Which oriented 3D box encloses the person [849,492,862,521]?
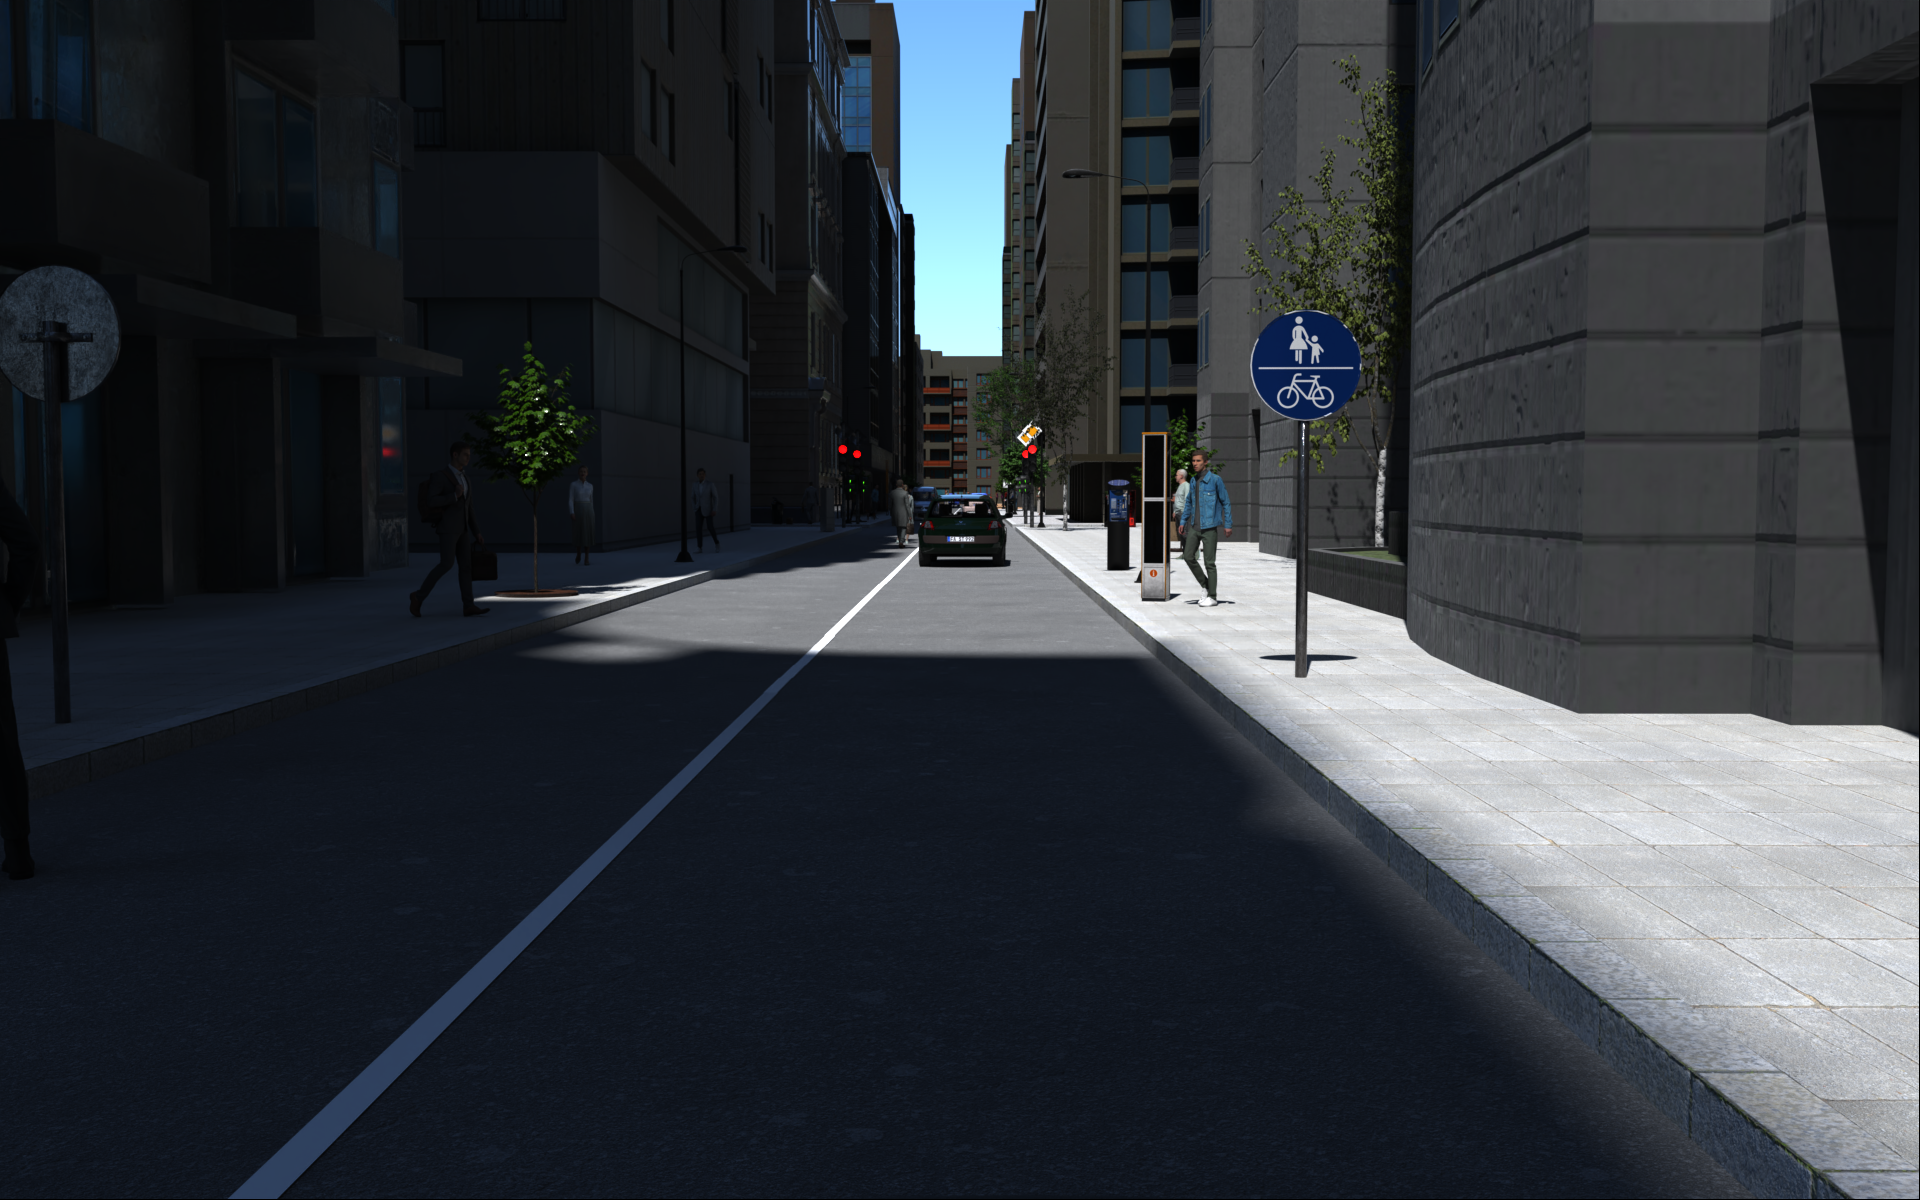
[{"bbox_3d":[-5.078,-4.750,83.623,0.656,1.842,0.836,-3,4,-38],"label":"person"}]

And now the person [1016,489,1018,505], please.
[{"bbox_3d":[4.022,-7.395,127.298,0.623,1.781,0.721,1,4,23],"label":"person"}]

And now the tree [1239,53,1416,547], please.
[{"bbox_3d":[6.906,-4.790,28.674,4.737,8.622,4.395,0,3,0],"label":"tree"}]

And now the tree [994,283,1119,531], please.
[{"bbox_3d":[3.419,-6.696,59.835,4.360,8.622,3.978,0,3,0],"label":"tree"}]

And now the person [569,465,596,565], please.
[{"bbox_3d":[-6.847,-1.532,31.324,0.478,1.798,0.641,-1,4,-17],"label":"person"}]

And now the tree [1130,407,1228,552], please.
[{"bbox_3d":[4.918,-2.685,38.506,1.663,3.219,1.824,0,3,0],"label":"tree"}]

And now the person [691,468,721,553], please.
[{"bbox_3d":[-5.541,-1.945,37.689,0.661,1.843,0.795,1,4,19],"label":"person"}]

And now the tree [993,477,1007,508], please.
[{"bbox_3d":[3.965,-10.447,165.411,1.663,3.219,1.824,0,3,0],"label":"tree"}]

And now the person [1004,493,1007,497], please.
[{"bbox_3d":[4.946,-10.942,184.875,0.705,1.831,1.348,-2,4,-26],"label":"person"}]

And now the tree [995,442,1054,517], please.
[{"bbox_3d":[3.698,-7.033,98.702,4.285,4.588,4.351,0,3,0],"label":"tree"}]

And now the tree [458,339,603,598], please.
[{"bbox_3d":[-5.495,-1.664,21.807,1.663,3.219,1.824,0,3,0],"label":"tree"}]

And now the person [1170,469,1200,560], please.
[{"bbox_3d":[4.377,-1.673,33.884,0.515,1.767,0.782,-1,4,-12],"label":"person"}]

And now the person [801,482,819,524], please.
[{"bbox_3d":[-6.393,-4.141,73.874,0.709,1.813,0.853,-2,4,-26],"label":"person"}]

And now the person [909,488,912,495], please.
[{"bbox_3d":[-2.899,-5.987,106.401,0.620,1.820,0.660,-3,5,-44],"label":"person"}]

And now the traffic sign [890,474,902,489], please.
[{"bbox_3d":[-4.153,-6.849,112.079,0.768,2.556,0.104,1,4,9],"label":"traffic sign"}]

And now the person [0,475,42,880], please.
[{"bbox_3d":[-3.704,0.097,6.271,0.648,1.900,0.474,-3,5,-42],"label":"person"}]

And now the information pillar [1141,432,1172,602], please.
[{"bbox_3d":[2.351,-0.994,20.745,0.304,2.012,0.304,1,4,17],"label":"information pillar"}]

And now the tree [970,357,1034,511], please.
[{"bbox_3d":[4.327,-12.516,130.386,9.928,11.665,9.643,0,3,0],"label":"tree"}]

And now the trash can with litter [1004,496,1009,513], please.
[{"bbox_3d":[3.307,-6.610,119.458,0.624,1.170,1.055,0,4,-3],"label":"trash can with litter"}]

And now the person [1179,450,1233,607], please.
[{"bbox_3d":[2.815,-0.821,19.809,0.444,1.785,0.601,-3,4,-37],"label":"person"}]

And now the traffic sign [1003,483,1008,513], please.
[{"bbox_3d":[3.245,-7.113,118.431,0.606,2.300,0.079,0,4,8],"label":"traffic sign"}]

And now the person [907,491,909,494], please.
[{"bbox_3d":[-4.348,-8.263,141.627,0.782,1.767,0.515,0,4,6],"label":"person"}]

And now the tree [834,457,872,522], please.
[{"bbox_3d":[-4.781,-5.205,79.703,1.663,3.219,1.824,0,3,0],"label":"tree"}]

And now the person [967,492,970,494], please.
[{"bbox_3d":[0.943,-12.386,211.454,0.568,1.767,0.683,0,4,-5],"label":"person"}]

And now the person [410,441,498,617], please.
[{"bbox_3d":[-5.313,-0.741,18.123,0.822,1.834,0.622,1,4,11],"label":"person"}]

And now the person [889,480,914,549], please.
[{"bbox_3d":[-1.528,-2.265,45.641,0.694,1.812,0.767,2,4,24],"label":"person"}]

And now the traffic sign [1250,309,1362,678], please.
[{"bbox_3d":[2.387,-0.731,12.053,0.768,2.556,0.104,0,4,2],"label":"traffic sign"}]

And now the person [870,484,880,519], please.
[{"bbox_3d":[-4.463,-5.149,90.243,0.620,1.820,0.660,1,4,16],"label":"person"}]

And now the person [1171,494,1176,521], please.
[{"bbox_3d":[8.867,-3.819,71.296,0.532,1.782,0.716,2,4,34],"label":"person"}]

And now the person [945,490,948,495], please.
[{"bbox_3d":[-1.120,-8.206,143.211,0.519,1.759,0.362,3,5,44],"label":"person"}]

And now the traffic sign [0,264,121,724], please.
[{"bbox_3d":[-5.032,-0.583,9.638,0.768,2.556,0.104,0,4,6],"label":"traffic sign"}]

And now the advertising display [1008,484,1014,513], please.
[{"bbox_3d":[3.418,-6.800,116.395,0.123,1.923,0.974,1,4,20],"label":"advertising display"}]

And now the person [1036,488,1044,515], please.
[{"bbox_3d":[4.808,-6.002,104.725,0.362,1.759,0.519,-2,4,-33],"label":"person"}]

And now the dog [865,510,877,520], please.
[{"bbox_3d":[-4.444,-4.259,86.463,0.406,0.507,0.540,2,4,25],"label":"dog"}]

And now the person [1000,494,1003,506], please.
[{"bbox_3d":[4.529,-11.052,187.430,0.721,1.739,1.217,-1,4,-9],"label":"person"}]

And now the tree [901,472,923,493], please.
[{"bbox_3d":[-4.239,-9.468,149.402,1.663,3.219,1.824,0,3,0],"label":"tree"}]

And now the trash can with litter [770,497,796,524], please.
[{"bbox_3d":[-7.506,-3.795,73.442,1.055,1.170,0.624,0,4,0],"label":"trash can with litter"}]

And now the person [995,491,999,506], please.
[{"bbox_3d":[4.113,-11.197,189.801,0.721,1.739,1.217,1,4,10],"label":"person"}]
